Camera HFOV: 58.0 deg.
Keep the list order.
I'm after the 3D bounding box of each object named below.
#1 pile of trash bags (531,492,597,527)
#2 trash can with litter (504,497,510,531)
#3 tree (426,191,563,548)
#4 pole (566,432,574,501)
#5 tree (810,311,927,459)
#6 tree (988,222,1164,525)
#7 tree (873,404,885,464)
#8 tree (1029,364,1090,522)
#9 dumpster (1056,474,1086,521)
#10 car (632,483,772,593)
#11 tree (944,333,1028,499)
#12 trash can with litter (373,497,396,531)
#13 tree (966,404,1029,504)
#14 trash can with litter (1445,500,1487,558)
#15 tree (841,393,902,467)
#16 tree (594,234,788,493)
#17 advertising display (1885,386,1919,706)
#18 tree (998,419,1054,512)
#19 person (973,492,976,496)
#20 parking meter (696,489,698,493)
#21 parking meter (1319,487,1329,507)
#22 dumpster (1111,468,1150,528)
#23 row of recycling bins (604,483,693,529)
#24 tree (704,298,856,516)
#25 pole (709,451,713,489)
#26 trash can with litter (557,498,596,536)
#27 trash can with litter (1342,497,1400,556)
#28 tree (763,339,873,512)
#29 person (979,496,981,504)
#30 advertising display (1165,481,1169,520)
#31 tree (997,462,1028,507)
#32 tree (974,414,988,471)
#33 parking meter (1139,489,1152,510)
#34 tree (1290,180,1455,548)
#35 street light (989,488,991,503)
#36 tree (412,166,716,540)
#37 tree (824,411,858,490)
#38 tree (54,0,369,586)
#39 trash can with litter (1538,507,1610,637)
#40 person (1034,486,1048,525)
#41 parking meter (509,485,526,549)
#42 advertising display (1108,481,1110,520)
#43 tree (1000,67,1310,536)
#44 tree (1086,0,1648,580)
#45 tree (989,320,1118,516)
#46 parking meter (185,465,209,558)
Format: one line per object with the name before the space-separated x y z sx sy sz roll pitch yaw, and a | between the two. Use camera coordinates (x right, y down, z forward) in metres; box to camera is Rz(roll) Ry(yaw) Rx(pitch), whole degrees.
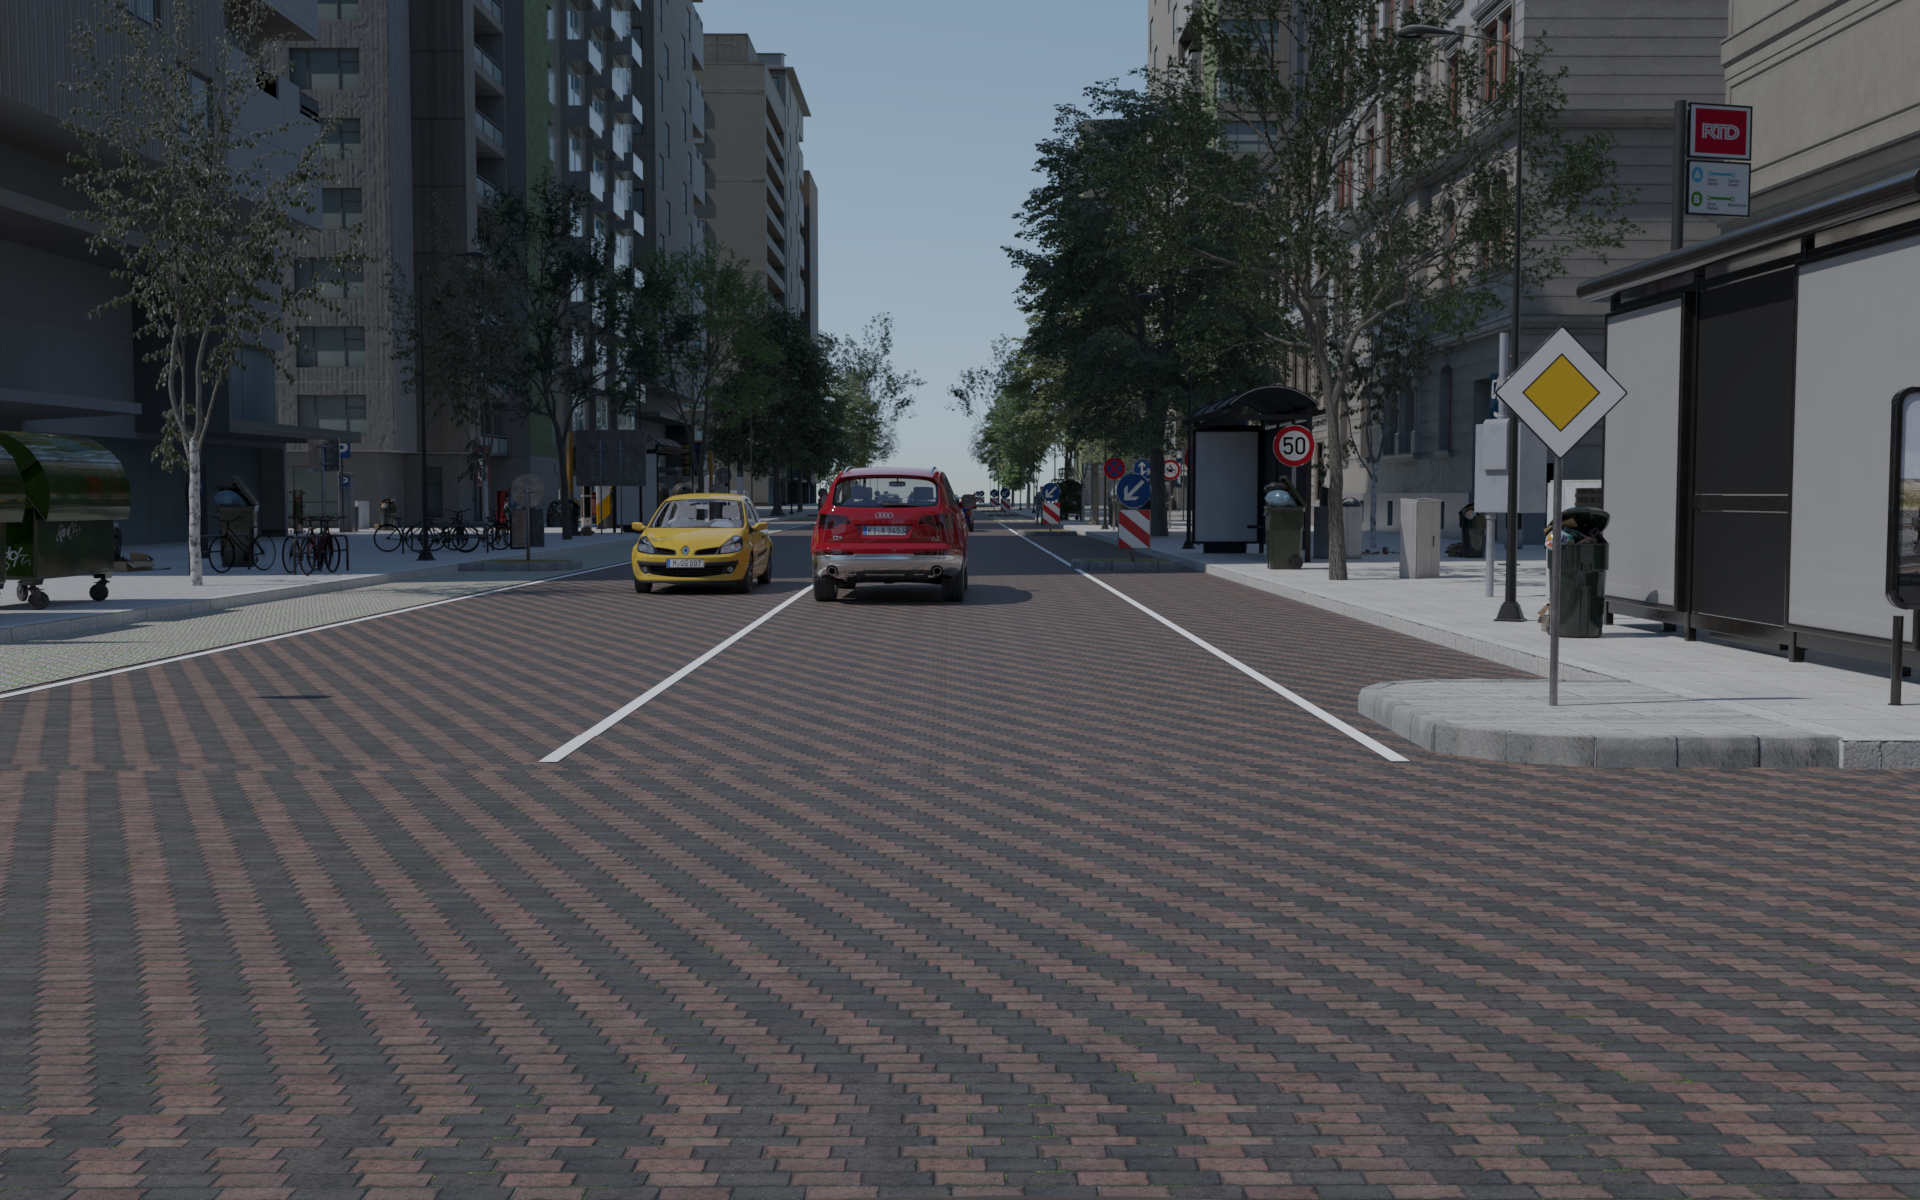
pile of trash bags | -15.659 -3.545 67.713 3.447 1.369 1.912 0 4 8
trash can with litter | -15.404 -3.011 60.616 1.055 1.170 0.624 -1 4 -18
tree | -11.606 -5.559 41.255 4.360 8.622 3.978 0 3 0
pole | -12.882 -3.876 57.223 0.158 3.312 0.155 0 3 0
tree | -9.821 -19.747 178.745 12.611 20.169 13.585 0 3 0
tree | 5.411 -9.373 71.367 7.486 12.596 7.792 0 3 0
tree | -10.523 -14.922 162.093 7.486 12.596 7.792 0 3 0
tree | 5.536 -7.916 79.793 4.360 8.622 3.978 0 3 0
dumpster | 5.291 -4.979 83.900 1.502 2.255 1.985 0 4 0
car | -3.870 -0.985 26.334 2.015 1.641 3.980 0 3 0
tree | 4.330 -21.440 206.436 12.611 20.169 13.585 0 3 0
trash can with litter | -20.155 -3.003 60.491 1.055 1.170 0.624 3 5 40
tree | 5.176 -19.510 229.361 12.009 13.543 11.850 0 3 0
trash can with litter | 10.201 -1.446 35.022 0.624 1.170 1.055 -1 4 -21
tree | -11.282 -17.978 204.314 12.009 13.543 11.850 0 3 0
tree | -10.770 -8.869 70.771 9.928 11.665 9.643 0 3 0
advertising display | 6.096 -0.315 10.368 0.974 1.923 0.123 1 4 14
tree | 5.675 -11.986 146.331 4.737 8.622 4.395 0 3 0
person | 1.951 -13.495 229.958 1.217 1.723 0.721 1 4 17
parking meter | -12.259 -4.477 81.618 0.372 1.533 0.369 0 3 0
parking meter | 12.408 -3.088 58.899 0.372 1.533 0.369 0 3 0
dumpster | 6.501 -3.816 64.884 1.502 2.255 1.985 0 4 0
row of recycling bins | -11.704 -3.512 64.528 3.534 1.692 1.069 0 4 0
tree | -10.827 -11.264 101.180 9.611 12.733 9.660 0 3 0
pole | -11.833 -5.413 82.339 0.158 3.312 0.155 0 3 0
trash can with litter | -11.756 -2.550 53.075 0.624 1.170 1.055 3 5 42
trash can with litter | 8.672 -1.585 36.973 2.233 1.210 1.678 -2 4 -32
tree | -11.083 -12.604 124.198 7.486 12.596 7.792 0 3 0
person | 2.603 -13.490 232.277 0.599 1.433 0.991 1 4 20
advertising display | 10.035 -4.869 84.827 0.123 1.923 0.974 3 4 37
tree | 5.436 -11.575 172.963 4.285 4.588 4.351 0 3 0
tree | 5.274 -16.349 185.437 7.486 12.596 7.792 0 3 0
parking meter | 5.394 -2.573 50.484 0.372 1.533 0.369 0 3 0
tree | 9.876 -5.563 41.316 4.360 8.622 3.978 0 3 0
street light | 3.942 -13.832 198.701 1.470 5.913 1.316 0 4 0
tree | -11.123 -6.997 48.807 8.767 10.594 7.601 -1 4 -14
tree | -10.741 -11.955 145.826 4.360 8.622 3.978 0 3 0
tree | -10.586 -4.518 24.234 4.360 8.622 3.978 0 3 0
trash can with litter | 5.510 -0.270 15.796 0.624 1.170 1.055 0 4 3
person | 3.775 -4.421 80.885 0.635 1.810 0.391 -1 4 -13
parking meter | -10.302 -1.952 40.327 0.372 1.533 0.369 0 3 0
advertising display | 7.720 -4.864 84.743 0.974 1.923 0.123 0 4 1
tree | 6.108 -8.910 52.337 9.857 13.997 8.962 0 3 0
tree | 5.769 -5.596 25.905 8.767 10.594 7.601 1 4 15
tree | 6.235 -10.616 99.333 9.928 11.665 9.643 0 3 0
parking meter | -15.211 -1.762 34.513 0.399 1.863 0.255 -1 4 -23
